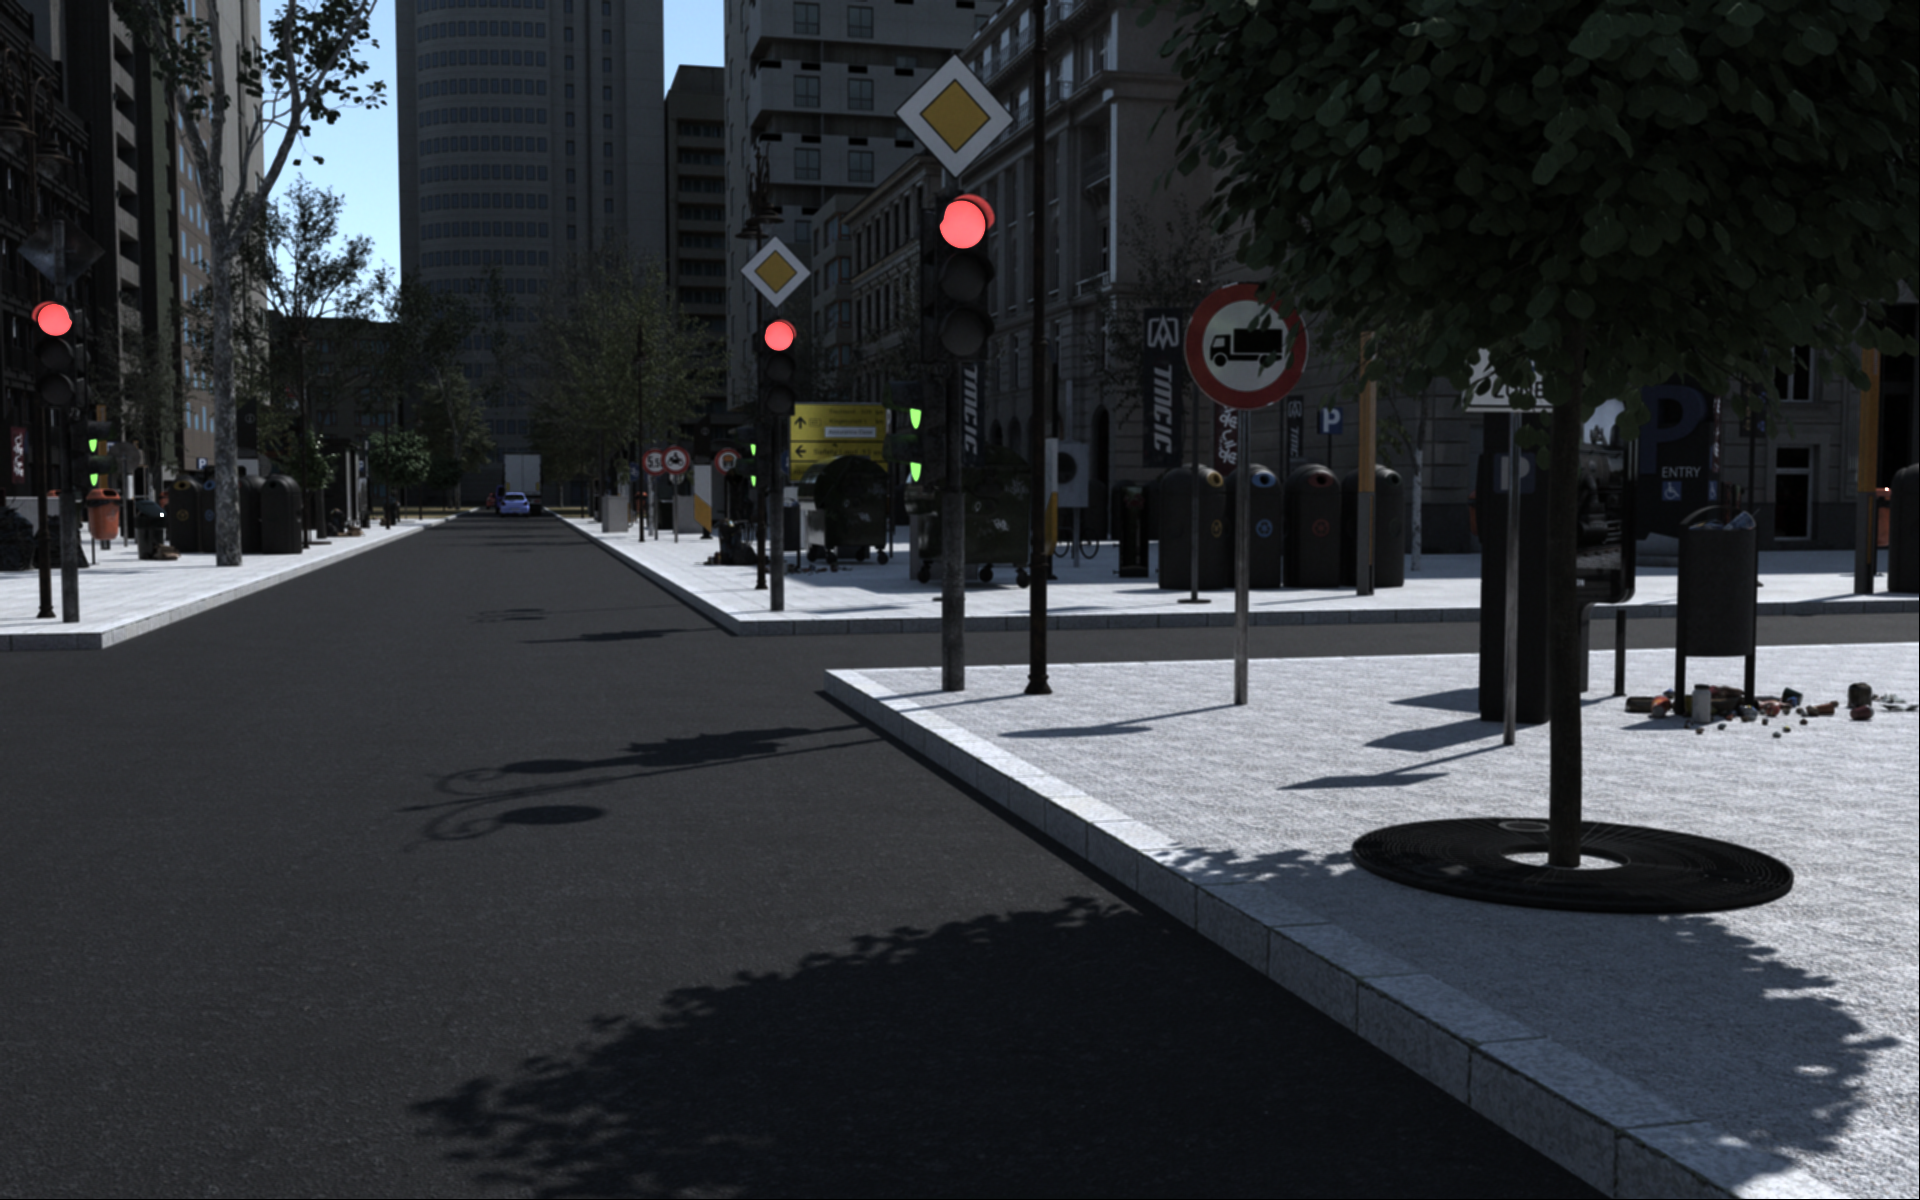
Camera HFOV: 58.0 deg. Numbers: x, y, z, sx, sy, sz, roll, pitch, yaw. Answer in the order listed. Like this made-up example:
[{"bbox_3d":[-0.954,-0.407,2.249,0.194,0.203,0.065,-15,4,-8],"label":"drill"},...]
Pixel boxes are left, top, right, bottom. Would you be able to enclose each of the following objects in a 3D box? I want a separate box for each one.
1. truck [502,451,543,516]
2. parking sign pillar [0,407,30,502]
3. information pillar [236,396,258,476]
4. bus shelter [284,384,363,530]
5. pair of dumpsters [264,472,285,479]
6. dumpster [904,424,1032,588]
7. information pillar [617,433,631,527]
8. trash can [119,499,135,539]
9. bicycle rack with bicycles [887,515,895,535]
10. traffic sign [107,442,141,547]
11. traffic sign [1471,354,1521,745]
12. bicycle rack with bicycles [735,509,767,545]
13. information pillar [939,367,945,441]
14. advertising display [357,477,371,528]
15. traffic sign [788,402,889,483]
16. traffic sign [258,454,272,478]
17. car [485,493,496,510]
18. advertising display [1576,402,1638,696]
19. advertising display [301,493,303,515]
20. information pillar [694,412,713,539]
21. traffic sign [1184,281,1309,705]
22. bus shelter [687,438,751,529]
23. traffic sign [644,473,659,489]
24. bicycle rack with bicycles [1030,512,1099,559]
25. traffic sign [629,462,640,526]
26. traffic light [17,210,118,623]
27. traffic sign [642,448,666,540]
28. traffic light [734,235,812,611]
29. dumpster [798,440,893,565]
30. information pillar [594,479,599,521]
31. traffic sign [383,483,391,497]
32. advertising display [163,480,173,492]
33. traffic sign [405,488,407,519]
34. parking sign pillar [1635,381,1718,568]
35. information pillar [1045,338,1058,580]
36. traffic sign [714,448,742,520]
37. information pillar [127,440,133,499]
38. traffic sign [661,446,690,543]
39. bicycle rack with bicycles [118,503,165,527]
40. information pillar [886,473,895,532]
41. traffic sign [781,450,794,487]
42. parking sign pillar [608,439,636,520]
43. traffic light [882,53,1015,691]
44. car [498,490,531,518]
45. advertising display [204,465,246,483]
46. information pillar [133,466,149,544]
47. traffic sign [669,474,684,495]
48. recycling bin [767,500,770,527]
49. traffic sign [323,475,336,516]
[{"bbox_3d":[-29.725,-7.880,117.743,2.839,4.237,11.283,-1,4,-14],"label":"truck"},{"bbox_3d":[-29.524,-4.002,53.911,1.447,3.967,1.447,2,4,35],"label":"parking sign pillar"},{"bbox_3d":[-16.862,-3.038,41.025,0.504,3.616,0.183,-1,4,-19],"label":"information pillar"},{"bbox_3d":[-24.187,-5.404,65.993,2.179,5.291,8.768,-1,4,-14],"label":"bus shelter"},{"bbox_3d":[-26.838,-4.052,68.751,1.574,2.255,4.437,-1,4,-14],"label":"pair of dumpsters"},{"bbox_3d":[0.156,-1.330,24.235,1.502,2.255,1.985,-1,4,-14],"label":"dumpster"},{"bbox_3d":[-12.942,-4.608,66.692,0.504,3.616,0.183,-3,5,-44],"label":"information pillar"},{"bbox_3d":[-23.808,-2.331,49.773,0.748,1.137,0.748,0,3,0],"label":"trash can"},{"bbox_3d":[-3.211,-2.526,54.677,2.852,0.926,2.925,-1,4,-11],"label":"bicycle rack with bicycles"},{"bbox_3d":[-20.343,-2.572,42.166,0.768,2.556,0.104,-1,4,-12],"label":"traffic sign"},{"bbox_3d":[2.812,-0.408,8.801,0.606,2.300,0.079,-1,4,-11],"label":"traffic sign"},{"bbox_3d":[-4.459,-1.843,43.508,2.852,0.926,2.925,0,4,5],"label":"bicycle rack with bicycles"},{"bbox_3d":[-0.170,-2.472,31.767,0.183,3.616,0.504,-3,4,-38],"label":"information pillar"},{"bbox_3d":[-22.419,-3.667,65.175,0.123,1.923,0.974,-3,5,-39],"label":"advertising display"},{"bbox_3d":[-2.682,-2.729,38.492,2.265,3.308,0.079,-1,4,-11],"label":"traffic sign"},{"bbox_3d":[-22.304,-3.366,55.137,0.768,2.556,0.104,-1,4,-13],"label":"traffic sign"},{"bbox_3d":[-42.748,-9.218,159.748,2.155,1.783,4.494,-1,4,-14],"label":"car"},{"bbox_3d":[3.925,-0.372,11.301,0.123,1.923,0.974,-3,5,-40],"label":"advertising display"},{"bbox_3d":[-22.324,-3.218,57.826,0.974,1.923,0.123,0,4,6],"label":"advertising display"},{"bbox_3d":[-7.329,-3.550,49.405,0.504,3.616,0.183,0,4,1],"label":"information pillar"},{"bbox_3d":[1.715,-0.636,10.498,0.768,2.556,0.104,0,4,-6],"label":"traffic sign"},{"bbox_3d":[-9.249,-4.385,65.624,2.014,3.302,5.546,-1,4,-14],"label":"bus shelter"},{"bbox_3d":[-15.854,-5.446,89.146,0.768,2.556,0.104,-1,4,-9],"label":"traffic sign"},{"bbox_3d":[1.102,-1.313,34.842,2.852,0.926,2.925,-2,4,-26],"label":"bicycle rack with bicycles"},{"bbox_3d":[-13.107,-4.221,69.115,0.768,2.556,0.104,-1,4,-12],"label":"traffic sign"},{"bbox_3d":[-8.871,-1.730,17.202,0.839,4.253,0.868,-1,4,-14],"label":"traffic light"},{"bbox_3d":[-8.507,-2.956,48.435,0.768,2.556,0.104,0,4,-7],"label":"traffic sign"},{"bbox_3d":[-2.031,-1.837,18.951,0.839,4.253,0.868,-1,4,-14],"label":"traffic light"},{"bbox_3d":[-2.116,-1.808,32.062,1.502,2.255,1.985,-1,4,-14],"label":"dumpster"},{"bbox_3d":[-17.555,-4.856,83.895,0.304,2.012,0.304,0,4,1],"label":"information pillar"},{"bbox_3d":[-27.767,-5.029,84.357,0.606,2.300,0.079,-1,4,-10],"label":"traffic sign"},{"bbox_3d":[-37.061,-4.644,81.140,0.974,1.923,0.123,3,5,44],"label":"advertising display"},{"bbox_3d":[-28.416,-5.429,88.768,0.884,2.594,0.081,0,4,-7],"label":"traffic sign"},{"bbox_3d":[12.748,-2.588,30.779,1.447,3.967,1.447,-3,5,-43],"label":"parking sign pillar"},{"bbox_3d":[1.347,-2.111,25.872,0.183,3.616,0.504,-1,4,-14],"label":"information pillar"},{"bbox_3d":[-6.423,-2.933,48.067,0.768,2.556,0.104,-1,4,-9],"label":"traffic sign"},{"bbox_3d":[-36.160,-5.148,75.525,0.183,3.616,0.504,0,4,6],"label":"information pillar"},{"bbox_3d":[-7.475,-2.780,45.563,0.768,2.556,0.104,-1,4,-8],"label":"traffic sign"},{"bbox_3d":[-32.337,-3.333,67.876,2.852,0.926,2.925,0,4,7],"label":"bicycle rack with bicycles"},{"bbox_3d":[-2.398,-3.345,59.182,0.304,2.012,0.304,1,4,12],"label":"information pillar"},{"bbox_3d":[-4.681,-2.964,48.568,0.768,2.556,0.104,0,4,-7],"label":"traffic sign"},{"bbox_3d":[-16.492,-5.869,84.428,1.447,3.967,1.447,-3,4,-36],"label":"parking sign pillar"},{"bbox_3d":[-0.063,-1.363,11.211,0.839,4.253,0.868,-1,4,-14],"label":"traffic light"},{"bbox_3d":[-26.936,-5.824,104.809,1.945,1.707,3.694,-1,4,-14],"label":"car"},{"bbox_3d":[-16.679,-2.089,39.361,0.123,1.923,0.974,2,4,35],"label":"advertising display"},{"bbox_3d":[-21.188,-2.467,44.821,0.304,2.012,0.304,-1,4,-11],"label":"information pillar"},{"bbox_3d":[-14.712,-5.496,89.965,0.768,2.556,0.104,0,4,-5],"label":"traffic sign"},{"bbox_3d":[-7.490,-3.438,68.773,0.722,1.027,0.722,0,4,6],"label":"recycling bin"},{"bbox_3d":[-22.713,-3.777,61.764,0.884,2.594,0.081,-1,4,-11],"label":"traffic sign"}]
